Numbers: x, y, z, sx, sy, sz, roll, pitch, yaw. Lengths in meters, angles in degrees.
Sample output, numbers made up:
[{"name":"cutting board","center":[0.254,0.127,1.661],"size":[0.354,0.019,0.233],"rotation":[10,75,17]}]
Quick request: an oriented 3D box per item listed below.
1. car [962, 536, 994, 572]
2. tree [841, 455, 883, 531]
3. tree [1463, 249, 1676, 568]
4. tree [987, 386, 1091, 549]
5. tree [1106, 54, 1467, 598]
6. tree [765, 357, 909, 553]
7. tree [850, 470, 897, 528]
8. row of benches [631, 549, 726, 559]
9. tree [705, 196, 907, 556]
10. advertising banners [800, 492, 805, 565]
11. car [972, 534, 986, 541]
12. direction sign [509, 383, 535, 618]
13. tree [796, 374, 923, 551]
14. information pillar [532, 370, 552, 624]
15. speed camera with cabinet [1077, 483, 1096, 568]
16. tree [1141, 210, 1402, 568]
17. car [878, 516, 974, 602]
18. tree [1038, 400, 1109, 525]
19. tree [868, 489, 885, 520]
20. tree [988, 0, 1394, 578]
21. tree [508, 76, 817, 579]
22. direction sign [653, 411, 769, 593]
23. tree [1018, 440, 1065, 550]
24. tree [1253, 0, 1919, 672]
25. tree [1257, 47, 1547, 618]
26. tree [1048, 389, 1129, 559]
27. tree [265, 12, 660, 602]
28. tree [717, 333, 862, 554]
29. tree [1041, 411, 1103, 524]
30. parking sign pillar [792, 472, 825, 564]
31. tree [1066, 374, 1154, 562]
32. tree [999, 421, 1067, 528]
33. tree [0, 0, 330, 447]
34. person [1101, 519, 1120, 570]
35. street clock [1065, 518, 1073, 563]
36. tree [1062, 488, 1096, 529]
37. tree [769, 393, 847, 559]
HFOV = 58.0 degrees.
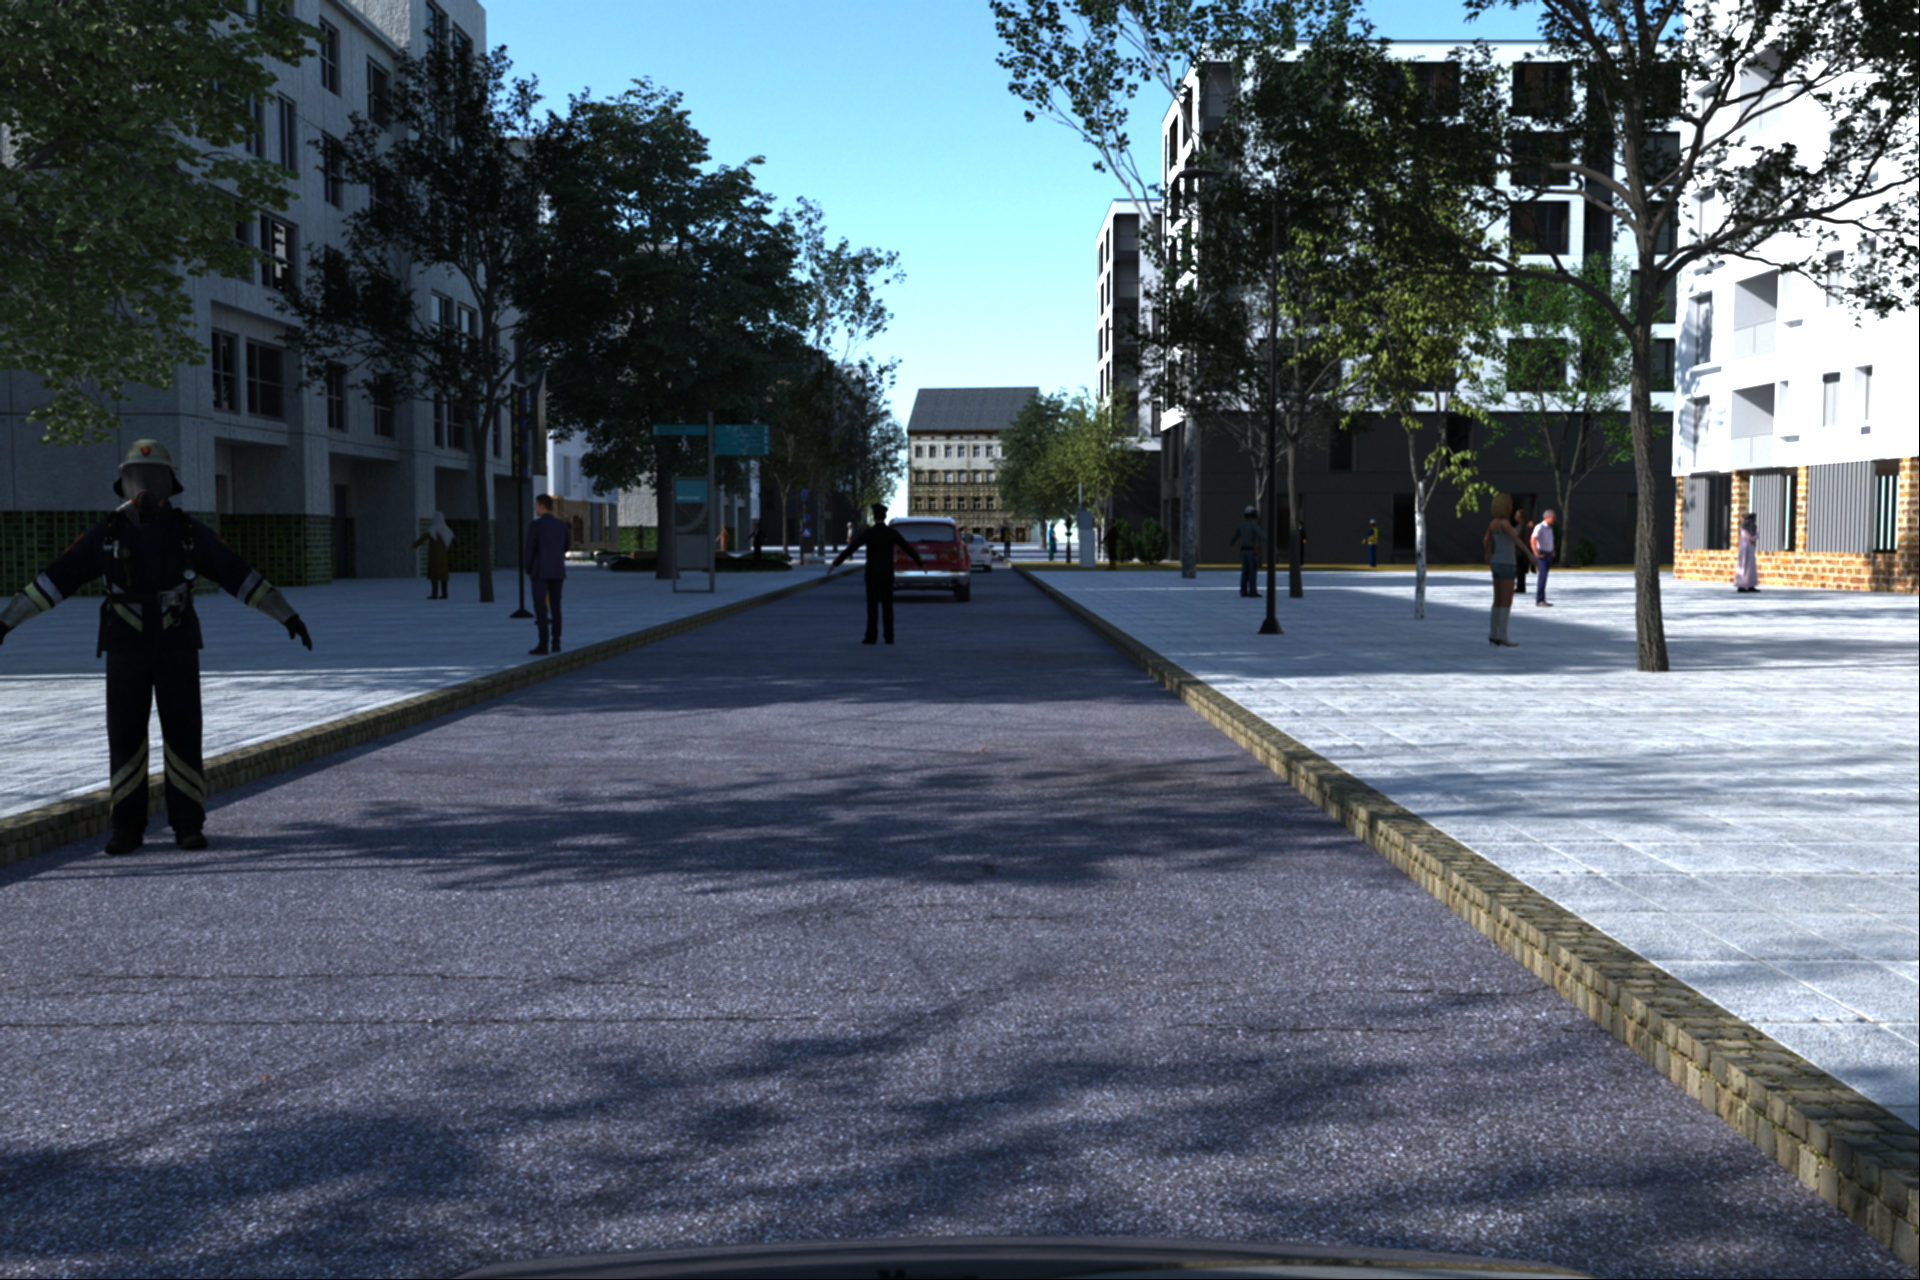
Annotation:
[{"name":"car","center":[0.271,-3.304,66.375],"size":[2.083,1.381,4.827],"rotation":[0,4,0]},{"name":"tree","center":[-8.414,-12.870,160.794],"size":[4.360,8.622,3.978],"rotation":[0,3,0]},{"name":"tree","center":[22.657,-8.498,64.698],"size":[9.928,11.665,9.643],"rotation":[0,3,0]},{"name":"tree","center":[7.094,-14.883,149.985],"size":[9.857,13.997,8.962],"rotation":[0,3,0]},{"name":"tree","center":[6.456,-6.128,34.613],"size":[7.601,10.594,8.767],"rotation":[-1,4,-14]},{"name":"tree","center":[-8.467,-12.772,119.188],"size":[12.009,13.543,11.850],"rotation":[0,3,0]},{"name":"tree","center":[-7.666,-12.276,151.068],"size":[4.737,8.622,4.395],"rotation":[0,3,0]},{"name":"row of benches","center":[-11.867,-3.492,72.561],"size":[4.104,0.672,1.422],"rotation":[-1,4,-22]},{"name":"tree","center":[-9.176,-14.937,100.117],"size":[12.611,20.169,13.585],"rotation":[0,3,0]},{"name":"advertising banners","center":[-6.505,-4.620,71.730],"size":[0.090,3.025,2.074],"rotation":[0,4,-1]},{"name":"car","center":[0.931,-7.181,127.626],"size":[2.015,1.641,3.980],"rotation":[0,4,0]},{"name":"direction sign","center":[-6.734,-2.112,26.526],"size":[0.379,3.537,0.876],"rotation":[0,4,0]},{"name":"tree","center":[-7.872,-13.589,132.554],"size":[12.009,13.543,11.850],"rotation":[0,3,0]},{"name":"information pillar","center":[-5.955,-2.033,24.592],"size":[0.183,3.616,0.504],"rotation":[0,3,0]},{"name":"speed camera with cabinet","center":[4.840,-4.398,66.240],"size":[0.660,3.252,2.038],"rotation":[0,4,1]},{"name":"tree","center":[11.461,-9.496,65.627],"size":[12.009,13.543,11.850],"rotation":[0,3,0]},{"name":"car","center":[-0.819,-1.807,38.211],"size":[2.281,1.827,5.304],"rotation":[0,4,-1]},{"name":"tree","center":[6.506,-8.768,93.714],"size":[4.737,8.622,4.395],"rotation":[0,3,0]},{"name":"tree","center":[-14.361,-19.663,255.894],"size":[7.601,10.594,8.767],"rotation":[0,4,-2]},{"name":"tree","center":[8.083,-11.829,49.291],"size":[12.611,20.169,13.585],"rotation":[0,3,0]},{"name":"tree","center":[-8.331,-8.709,49.049],"size":[9.857,13.997,8.962],"rotation":[0,3,0]},{"name":"direction sign","center":[-5.416,-3.034,38.362],"size":[2.525,3.948,1.411],"rotation":[0,4,1]},{"name":"tree","center":[6.738,-11.377,136.382],"size":[4.737,8.622,4.395],"rotation":[0,3,0]},{"name":"tree","center":[6.181,-4.994,16.058],"size":[7.601,10.594,8.767],"rotation":[1,4,18]},{"name":"tree","center":[6.833,-4.625,25.974],"size":[4.737,8.622,4.395],"rotation":[0,3,0]},{"name":"tree","center":[6.710,-8.368,87.179],"size":[4.737,8.622,4.395],"rotation":[0,3,0]},{"name":"tree","center":[-9.184,-5.979,32.163],"size":[8.767,10.594,7.601],"rotation":[3,5,42]},{"name":"tree","center":[-8.362,-8.931,80.433],"size":[8.767,10.594,7.601],"rotation":[2,4,34]},{"name":"tree","center":[7.060,-9.317,102.697],"size":[4.737,8.622,4.395],"rotation":[0,3,0]},{"name":"parking sign pillar","center":[-6.496,-5.240,74.143],"size":[1.447,3.967,1.447],"rotation":[0,4,1]},{"name":"tree","center":[6.818,-7.985,80.918],"size":[4.737,8.622,4.395],"rotation":[0,3,0]},{"name":"tree","center":[7.458,-14.939,162.385],"size":[7.486,12.596,7.792],"rotation":[0,3,0]},{"name":"tree","center":[-9.502,-5.912,14.795],"size":[7.486,12.596,7.792],"rotation":[0,3,0]},{"name":"person","center":[5.390,-3.392,61.600],"size":[0.704,1.812,1.346],"rotation":[-1,4,-21]},{"name":"street clock","center":[4.751,-4.354,75.754],"size":[0.358,2.002,0.471],"rotation":[0,4,-1]},{"name":"tree","center":[18.176,-20.447,252.439],"size":[7.486,12.596,7.792],"rotation":[0,3,0]},{"name":"tree","center":[-7.870,-8.432,88.222],"size":[4.737,8.622,4.395],"rotation":[0,3,0]}]
